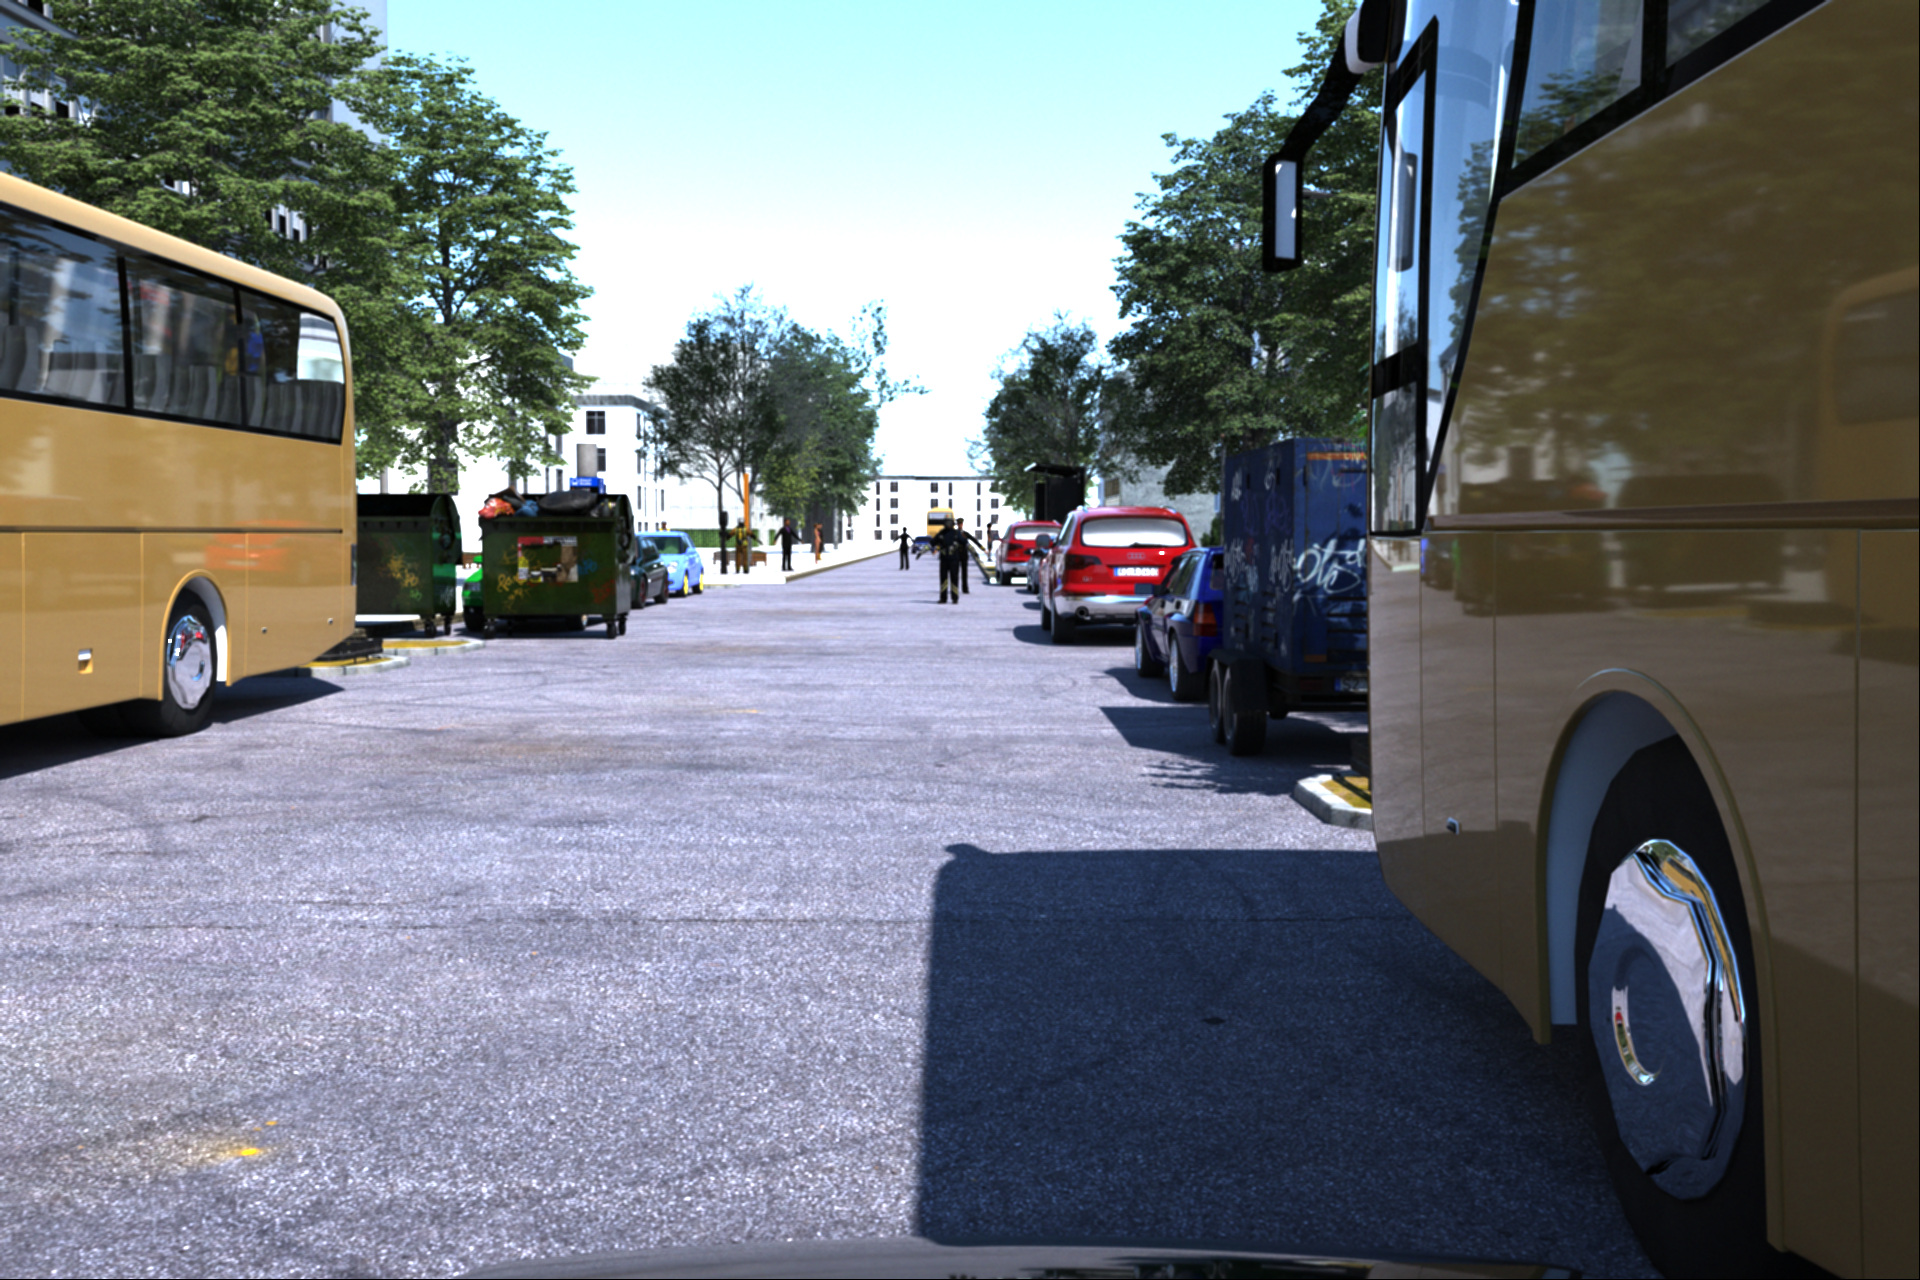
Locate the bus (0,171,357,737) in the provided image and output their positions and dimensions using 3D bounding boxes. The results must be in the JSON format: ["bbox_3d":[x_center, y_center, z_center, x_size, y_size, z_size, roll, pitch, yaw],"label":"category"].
[{"bbox_3d":[-6.659,-1.093,9.417,2.896,3.916,12.252,0,4,0],"label":"bus"}]

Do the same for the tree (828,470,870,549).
[{"bbox_3d":[-9.280,-12.312,151.658,4.360,8.622,3.978,0,3,0],"label":"tree"}]

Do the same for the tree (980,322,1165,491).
[{"bbox_3d":[5.338,-8.653,75.887,8.767,10.594,7.601,-1,4,-14],"label":"tree"}]

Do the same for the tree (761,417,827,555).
[{"bbox_3d":[-10.043,-9.528,106.146,4.737,8.622,4.395,0,3,0],"label":"tree"}]

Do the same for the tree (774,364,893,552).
[{"bbox_3d":[-9.899,-13.127,124.994,12.009,13.543,11.850,0,3,0],"label":"tree"}]

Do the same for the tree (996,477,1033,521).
[{"bbox_3d":[5.149,-12.570,155.880,4.360,8.622,3.978,0,3,0],"label":"tree"}]

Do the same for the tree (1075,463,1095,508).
[{"bbox_3d":[15.409,-20.054,246.010,7.486,12.596,7.792,0,3,0],"label":"tree"}]

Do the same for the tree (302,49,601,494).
[{"bbox_3d":[-12.145,-7.540,41.409,7.486,12.596,7.792,0,3,0],"label":"tree"}]

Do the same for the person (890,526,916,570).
[{"bbox_3d":[-2.268,-3.673,69.236,1.216,1.740,0.721,-2,4,-33],"label":"person"}]

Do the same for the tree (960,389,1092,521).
[{"bbox_3d":[5.242,-13.636,133.323,12.009,13.543,11.850,0,3,0],"label":"tree"}]

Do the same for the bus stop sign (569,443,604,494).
[{"bbox_3d":[-10.802,-3.743,50.212,0.837,3.901,0.837,0,4,0],"label":"bus stop sign"}]

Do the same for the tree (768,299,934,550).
[{"bbox_3d":[-8.710,-17.298,138.706,12.611,20.169,13.585,0,3,0],"label":"tree"}]

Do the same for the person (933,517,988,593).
[{"bbox_3d":[0.009,-2.043,41.788,1.347,1.837,0.705,0,4,-6],"label":"person"}]

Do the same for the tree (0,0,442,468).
[{"bbox_3d":[-13.133,-6.836,29.893,7.486,12.596,7.792,0,3,0],"label":"tree"}]

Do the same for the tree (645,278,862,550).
[{"bbox_3d":[-10.369,-10.624,84.076,12.009,13.543,11.850,0,3,0],"label":"tree"}]

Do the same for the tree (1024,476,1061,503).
[{"bbox_3d":[5.918,-10.408,120.540,4.737,8.622,4.395,0,3,0],"label":"tree"}]

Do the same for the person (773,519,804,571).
[{"bbox_3d":[-5.976,-3.288,59.982,0.704,1.802,1.346,3,5,44],"label":"person"}]

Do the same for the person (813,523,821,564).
[{"bbox_3d":[-5.982,-4.069,73.334,0.721,1.733,1.217,-1,4,-8],"label":"person"}]

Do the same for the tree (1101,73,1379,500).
[{"bbox_3d":[8.259,-8.721,49.242,9.857,13.997,8.962,0,3,0],"label":"tree"}]

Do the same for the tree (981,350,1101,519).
[{"bbox_3d":[4.982,-11.498,106.113,7.486,12.596,7.792,0,3,0],"label":"tree"}]

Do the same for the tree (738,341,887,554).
[{"bbox_3d":[-9.671,-12.680,113.976,9.857,13.997,8.962,0,3,0],"label":"tree"}]

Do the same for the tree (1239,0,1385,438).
[{"bbox_3d":[8.807,-6.907,31.054,7.486,12.596,7.792,0,3,0],"label":"tree"}]

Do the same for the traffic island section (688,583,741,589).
[{"bbox_3d":[-6.925,-1.446,46.516,1.991,0.108,1.994,0,3,0],"label":"traffic island section"}]

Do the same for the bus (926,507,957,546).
[{"bbox_3d":[-1.689,-10.158,157.637,2.896,3.916,12.252,0,4,0],"label":"bus"}]

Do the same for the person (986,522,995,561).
[{"bbox_3d":[1.428,-4.626,81.775,0.704,1.843,1.345,1,4,9],"label":"person"}]

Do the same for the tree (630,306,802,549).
[{"bbox_3d":[-10.111,-8.388,71.556,7.601,10.594,8.767,-1,4,-9],"label":"tree"}]

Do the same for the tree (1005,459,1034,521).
[{"bbox_3d":[5.908,-12.014,146.799,4.737,8.622,4.395,0,3,0],"label":"tree"}]

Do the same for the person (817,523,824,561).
[{"bbox_3d":[-6.778,-4.759,83.944,0.704,1.812,1.346,0,4,3],"label":"person"}]

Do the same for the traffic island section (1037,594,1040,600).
[{"bbox_3d":[2.710,-0.941,38.248,1.991,0.108,1.994,0,4,0],"label":"traffic island section"}]

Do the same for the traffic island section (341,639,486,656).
[{"bbox_3d":[-6.945,0.097,21.276,1.991,0.108,1.994,0,4,0],"label":"traffic island section"}]

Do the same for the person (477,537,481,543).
[{"bbox_3d":[-18.365,-3.795,68.227,1.347,1.806,0.705,0,4,-2],"label":"person"}]

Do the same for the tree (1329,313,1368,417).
[{"bbox_3d":[16.654,-8.428,63.545,9.928,11.665,9.643,0,3,0],"label":"tree"}]

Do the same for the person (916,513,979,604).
[{"bbox_3d":[-0.235,-1.676,35.635,1.354,1.856,0.705,1,4,16],"label":"person"}]

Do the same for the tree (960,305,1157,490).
[{"bbox_3d":[5.578,-11.126,92.281,12.009,13.543,11.850,0,3,0],"label":"tree"}]
